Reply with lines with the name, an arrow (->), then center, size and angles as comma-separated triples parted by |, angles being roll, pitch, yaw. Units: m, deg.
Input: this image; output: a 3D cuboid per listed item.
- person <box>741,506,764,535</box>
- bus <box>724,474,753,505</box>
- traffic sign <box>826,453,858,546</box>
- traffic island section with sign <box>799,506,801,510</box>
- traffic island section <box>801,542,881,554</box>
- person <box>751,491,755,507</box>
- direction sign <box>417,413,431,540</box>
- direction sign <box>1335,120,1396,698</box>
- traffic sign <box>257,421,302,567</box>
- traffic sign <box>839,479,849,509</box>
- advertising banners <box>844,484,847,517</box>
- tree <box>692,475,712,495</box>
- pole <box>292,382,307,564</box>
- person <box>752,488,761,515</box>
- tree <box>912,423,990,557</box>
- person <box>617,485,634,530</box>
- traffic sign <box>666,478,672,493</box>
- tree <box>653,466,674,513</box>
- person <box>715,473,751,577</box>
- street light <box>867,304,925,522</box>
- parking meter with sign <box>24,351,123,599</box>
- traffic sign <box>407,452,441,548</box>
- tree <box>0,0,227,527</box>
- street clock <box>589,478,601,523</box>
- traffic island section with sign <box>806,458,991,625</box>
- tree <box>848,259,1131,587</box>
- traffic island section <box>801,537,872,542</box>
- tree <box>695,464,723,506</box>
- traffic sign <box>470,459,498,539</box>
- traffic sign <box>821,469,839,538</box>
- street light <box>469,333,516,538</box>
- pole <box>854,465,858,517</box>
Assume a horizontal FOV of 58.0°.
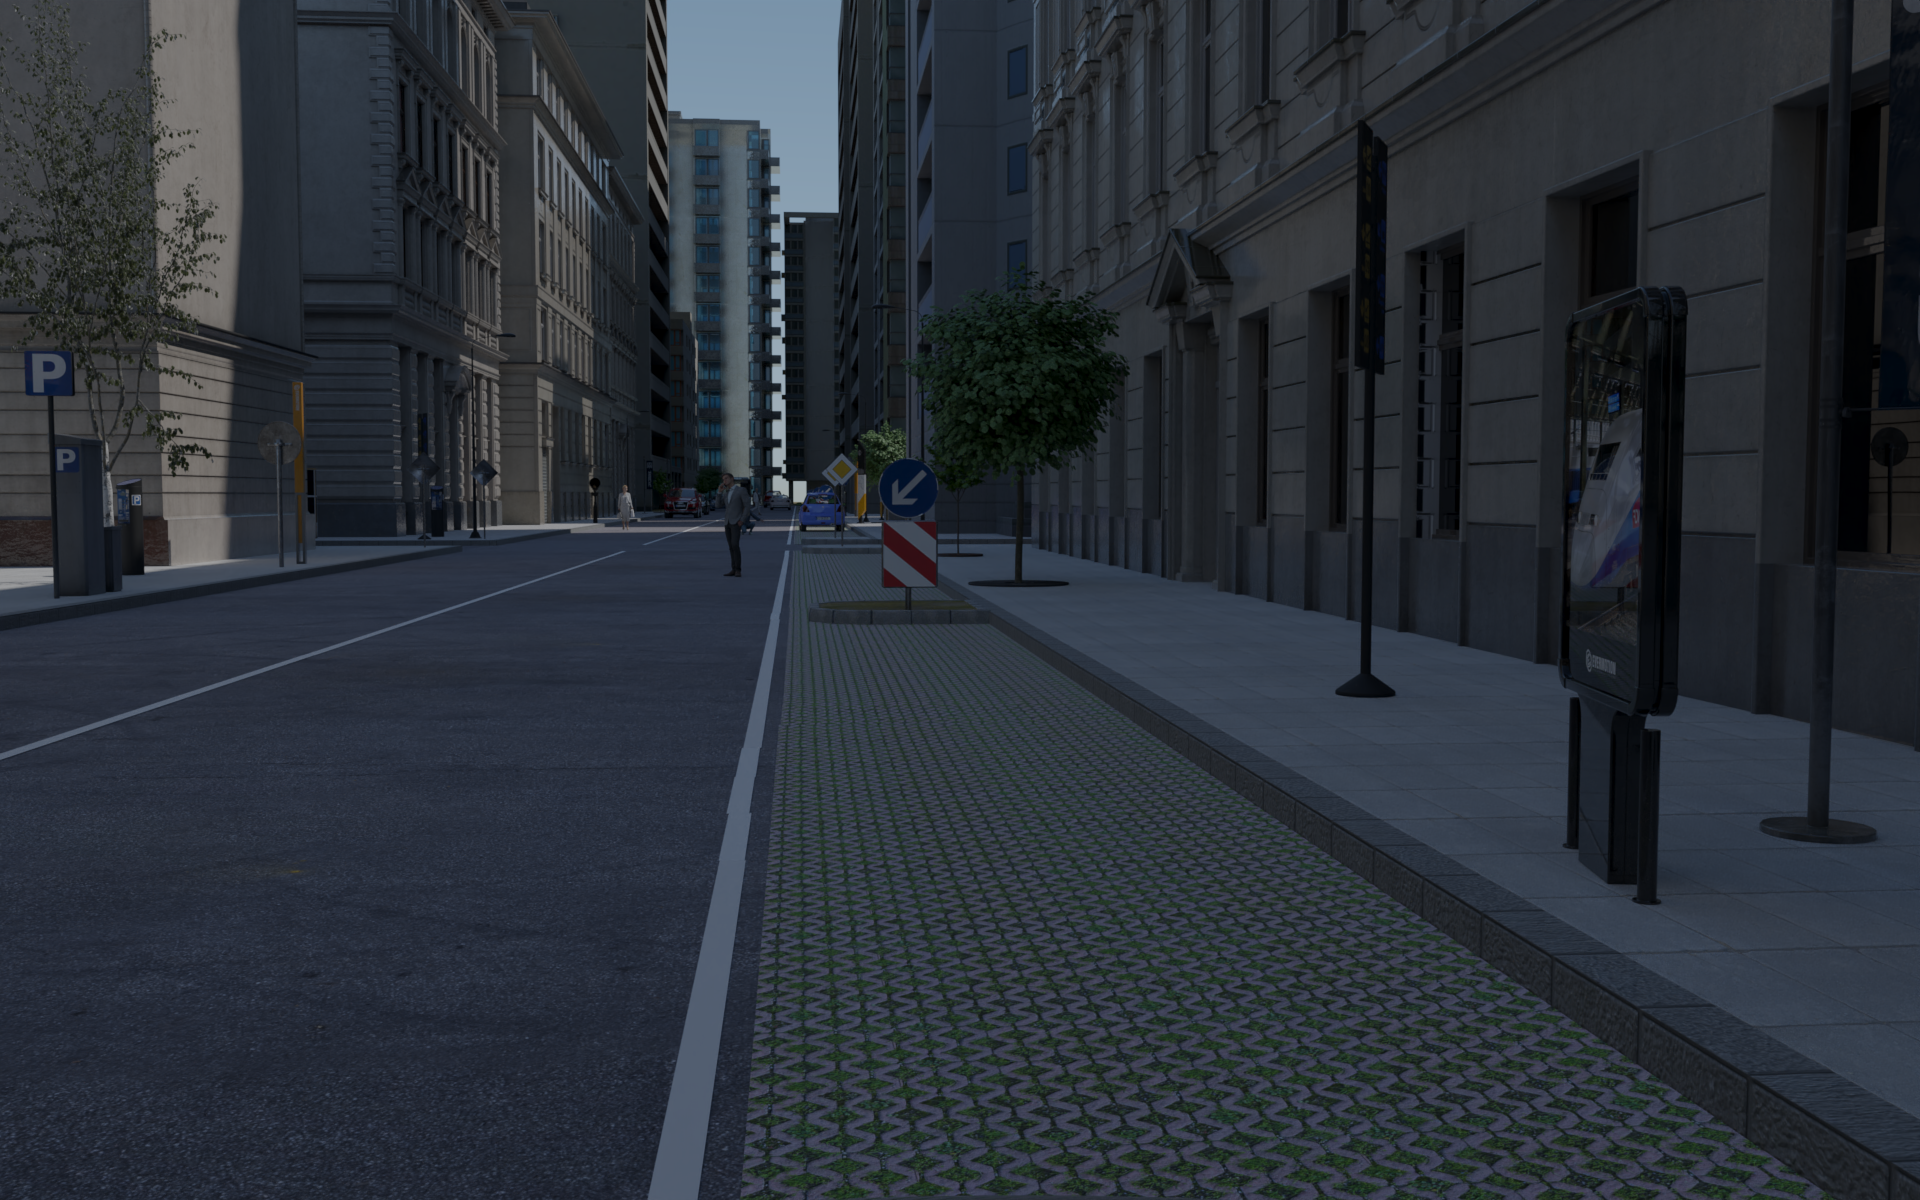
person -> -7.376, -2.861, 60.783 | 1.012, 1.151, 0.738 | -1, 4, -20
bus -> -23.242, -11.439, 181.893 | 2.948, 3.499, 13.247 | 0, 4, -7
traffic sign -> -2.889, -2.372, 42.418 | 0.795, 2.450, 0.064 | 0, 4, -5
traffic island section with sign -> -5.966, -4.093, 75.550 | 1.989, 1.847, 2.006 | 0, 4, -5
traffic island section -> -2.866, -1.236, 42.497 | 2.009, 0.180, 2.903 | 0, 4, -5
person -> -23.400, -11.477, 196.143 | 0.705, 1.824, 1.348 | 1, 4, 21
direction sign -> -15.130, -3.475, 48.821 | 0.379, 3.537, 0.876 | -2, 4, -33
direction sign -> 2.593, -1.161, 10.973 | 0.379, 3.537, 0.876 | 2, 4, 23
traffic sign -> -11.892, -1.846, 30.283 | 0.768, 2.556, 0.104 | 0, 4, -1
traffic sign -> -7.281, -6.578, 107.660 | 0.768, 2.556, 0.104 | 0, 4, 3
advertising banners -> -6.595, -6.304, 99.251 | 0.090, 3.025, 2.074 | 0, 4, -7
tree -> -26.725, -11.376, 180.592 | 1.663, 3.219, 1.824 | 0, 3, 0
pole -> -12.086, -2.315, 31.700 | 0.158, 3.312, 0.155 | 0, 3, 0
person -> -13.892, -6.703, 117.967 | 0.818, 1.842, 0.514 | 1, 4, 9
tree -> -0.169, -2.506, 35.582 | 1.663, 3.219, 1.824 | 0, 3, 0
person -> -13.291, -3.673, 68.913 | 0.694, 1.780, 0.624 | 0, 4, 1
traffic sign -> -20.288, -7.260, 119.891 | 0.795, 2.450, 0.064 | 0, 4, -5
tree -> -20.355, -7.580, 118.532 | 1.663, 3.219, 1.824 | 0, 3, 0
person -> -3.953, -1.313, 30.142 | 0.473, 1.802, 0.592 | -3, 4, -39
street light -> -1.458, -4.279, 42.502 | 1.470, 5.913, 1.316 | 0, 4, -5
parking meter with sign -> -11.181, -1.573, 21.979 | 0.543, 3.016, 1.738 | 0, 4, -7
traffic sign -> -12.842, -2.316, 41.509 | 0.795, 2.450, 0.064 | 0, 4, -5
tree -> -12.581, -4.580, 25.242 | 4.360, 8.622, 3.978 | 0, 3, 0
street clock -> -16.074, -4.387, 76.291 | 0.471, 2.002, 0.358 | -1, 4, -16
traffic island section with sign -> -0.740, -0.685, 19.829 | 1.989, 1.847, 2.006 | 0, 4, -5
tree -> 0.762, -2.487, 24.375 | 4.285, 4.588, 4.351 | 0, 3, 0
traffic island section -> -3.611, -1.723, 50.447 | 2.009, 0.180, 2.903 | 0, 4, -5
tree -> -27.047, -12.465, 187.519 | 4.285, 4.588, 4.351 | 0, 3, 0
traffic sign -> -13.587, -2.802, 49.460 | 0.795, 2.450, 0.064 | 0, 4, -5
traffic sign -> -3.634, -2.858, 50.368 | 0.795, 2.450, 0.064 | 0, 4, -5
street light -> -13.516, -4.742, 50.079 | 1.470, 5.913, 1.316 | 0, 4, -5
pole -> -5.835, -6.331, 97.357 | 0.158, 3.312, 0.155 | 0, 3, 0
